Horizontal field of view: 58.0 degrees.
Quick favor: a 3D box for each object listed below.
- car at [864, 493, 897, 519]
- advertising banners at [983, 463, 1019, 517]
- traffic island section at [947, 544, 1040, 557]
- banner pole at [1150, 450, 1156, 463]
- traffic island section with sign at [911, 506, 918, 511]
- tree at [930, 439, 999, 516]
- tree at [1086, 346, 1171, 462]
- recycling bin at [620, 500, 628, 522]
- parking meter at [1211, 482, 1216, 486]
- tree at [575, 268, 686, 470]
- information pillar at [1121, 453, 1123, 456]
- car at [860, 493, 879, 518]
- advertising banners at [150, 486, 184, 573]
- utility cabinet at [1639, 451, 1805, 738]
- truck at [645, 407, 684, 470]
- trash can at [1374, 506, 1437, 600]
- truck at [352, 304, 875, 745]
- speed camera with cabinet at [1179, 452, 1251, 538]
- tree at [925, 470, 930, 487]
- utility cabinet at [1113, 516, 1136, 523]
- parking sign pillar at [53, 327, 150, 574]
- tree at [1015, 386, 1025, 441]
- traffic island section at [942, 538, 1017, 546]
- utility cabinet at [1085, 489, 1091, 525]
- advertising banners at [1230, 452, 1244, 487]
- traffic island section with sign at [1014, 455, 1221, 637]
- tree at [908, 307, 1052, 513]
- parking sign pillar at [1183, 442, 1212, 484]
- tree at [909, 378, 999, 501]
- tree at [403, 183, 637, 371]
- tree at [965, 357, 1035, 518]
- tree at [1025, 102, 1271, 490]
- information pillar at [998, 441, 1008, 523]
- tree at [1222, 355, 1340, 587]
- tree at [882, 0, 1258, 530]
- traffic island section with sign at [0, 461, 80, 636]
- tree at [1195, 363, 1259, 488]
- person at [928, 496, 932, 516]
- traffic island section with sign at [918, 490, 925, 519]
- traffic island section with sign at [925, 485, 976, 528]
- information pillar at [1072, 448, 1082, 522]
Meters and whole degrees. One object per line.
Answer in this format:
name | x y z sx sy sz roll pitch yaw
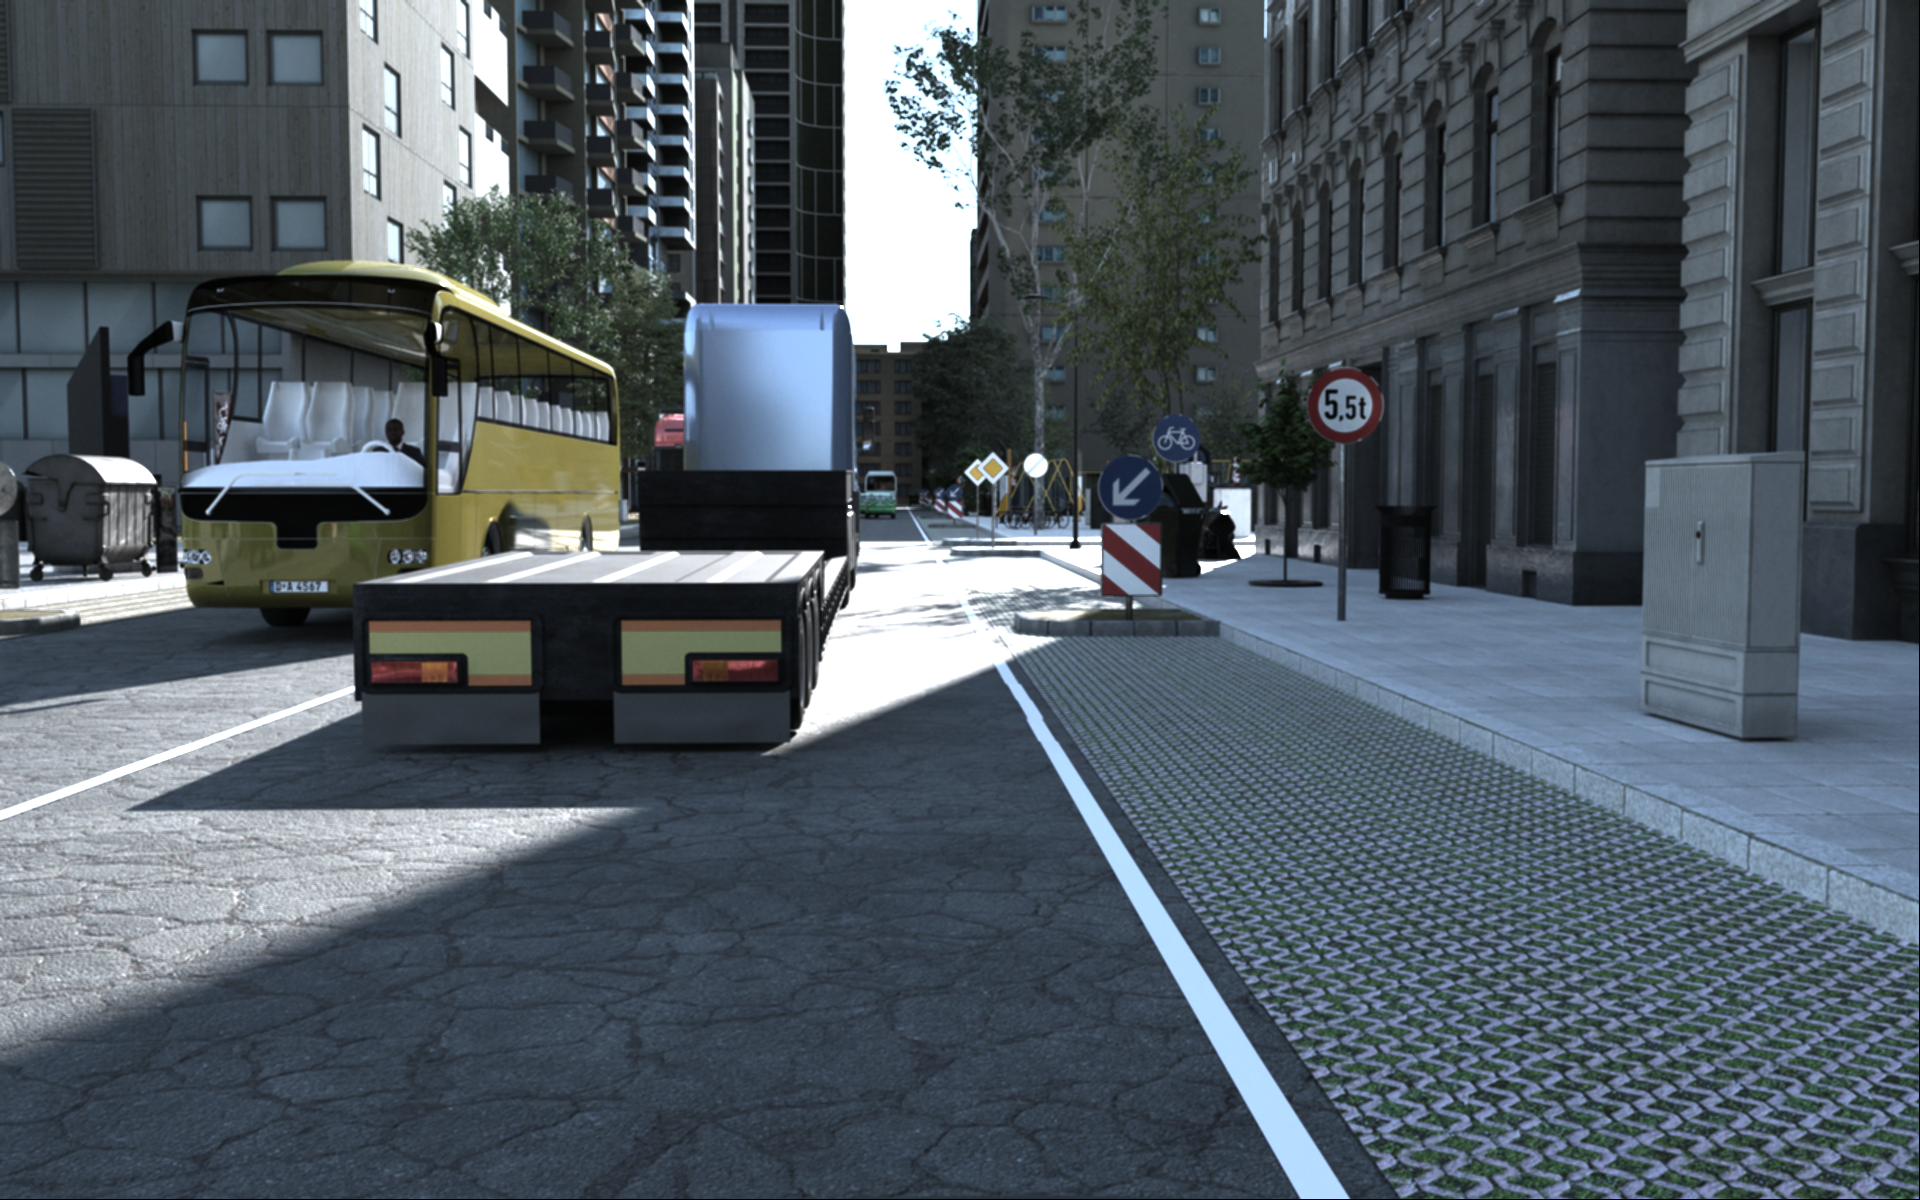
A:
car | -4.674 -5.670 101.494 1.959 1.807 4.718 0 4 -3
advertising banners | 2.298 -6.197 97.513 2.074 3.025 0.090 1 4 16
traffic island section | 0.797 -1.133 40.800 2.009 0.180 2.903 0 4 -2
banner pole | 11.613 -6.948 103.619 0.401 3.779 0.863 2 4 24
traffic island section with sign | -3.092 -8.743 151.574 1.989 1.847 2.006 0 4 -2
tree | 1.102 -7.332 103.590 4.285 4.588 4.351 0 3 0
tree | 8.021 -8.188 84.241 4.360 8.622 3.978 0 3 0
recycling bin | -15.816 -4.134 80.147 0.722 1.027 0.722 0 4 4
parking meter | 12.195 -4.787 83.977 0.255 1.863 0.399 3 4 39
tree | -16.086 -10.357 87.469 7.486 12.596 7.792 0 3 0
information pillar | 9.304 -6.642 99.949 0.183 3.616 0.504 -1 4 -21
car | -5.882 -5.987 106.678 1.959 1.807 4.718 0 4 -3
advertising banners | -12.767 -2.001 28.899 0.090 3.025 2.074 1 4 15
utility cabinet | 4.136 -0.050 9.491 0.318 1.500 1.173 0 4 -4
truck | -8.613 -4.233 58.128 2.839 4.237 11.283 0 4 -4
trash can | 5.460 -0.587 21.245 0.748 1.137 0.748 0 3 0
truck | -2.485 -1.774 18.766 2.967 4.110 18.799 0 4 -2
speed camera with cabinet | 7.470 -3.446 50.685 2.038 3.252 0.660 -1 4 -12
tree | -1.121 -11.021 163.902 4.285 4.588 4.351 0 3 0
utility cabinet | 3.124 -1.487 32.987 0.318 1.500 1.173 1 4 12
parking sign pillar | -14.179 -2.449 28.512 1.447 3.967 1.447 3 5 40
tree | 5.267 -9.669 108.447 4.737 8.622 4.395 0 3 0
traffic island section | 0.517 -1.621 48.780 2.009 0.180 2.903 0 4 -2
utility cabinet | 5.406 -3.862 71.828 0.318 1.500 1.173 1 4 10
advertising banners | 10.304 -4.472 69.300 2.074 3.025 0.090 1 4 12
traffic island section with sign | 1.590 -0.589 18.250 1.989 1.847 2.006 0 4 -2
tree | 1.137 -12.947 118.346 9.857 13.997 8.962 0 3 0
parking sign pillar | 10.316 -5.315 75.378 1.447 3.967 1.447 -3 5 -41
tree | 0.127 -11.884 128.709 8.767 10.594 7.601 0 4 8
tree | -14.748 -8.022 56.915 9.928 11.665 9.643 0 3 0
tree | 2.123 -8.766 93.684 4.360 8.622 3.978 0 3 0
tree | 3.634 -4.986 31.884 4.737 8.622 4.395 0 3 0
information pillar | 1.911 -5.180 76.044 0.183 3.616 0.504 -3 5 -41
tree | 4.561 -1.823 24.402 1.663 3.219 1.824 0 3 0
tree | 4.136 -12.563 61.292 12.611 20.169 13.585 0 3 0
traffic island section with sign | -10.431 -0.578 18.078 1.989 1.847 2.006 0 4 -2
tree | 15.285 -9.045 98.240 4.360 8.622 3.978 0 3 0
person | -1.911 -5.985 110.595 0.306 1.304 0.590 1 4 15
traffic island section with sign | -1.300 -5.633 100.724 1.989 1.847 2.006 0 4 -2
traffic island section with sign | -0.360 -3.985 73.785 1.989 1.847 2.006 0 4 -2
information pillar | 5.479 -5.470 80.791 0.504 3.616 0.183 -3 5 -39
